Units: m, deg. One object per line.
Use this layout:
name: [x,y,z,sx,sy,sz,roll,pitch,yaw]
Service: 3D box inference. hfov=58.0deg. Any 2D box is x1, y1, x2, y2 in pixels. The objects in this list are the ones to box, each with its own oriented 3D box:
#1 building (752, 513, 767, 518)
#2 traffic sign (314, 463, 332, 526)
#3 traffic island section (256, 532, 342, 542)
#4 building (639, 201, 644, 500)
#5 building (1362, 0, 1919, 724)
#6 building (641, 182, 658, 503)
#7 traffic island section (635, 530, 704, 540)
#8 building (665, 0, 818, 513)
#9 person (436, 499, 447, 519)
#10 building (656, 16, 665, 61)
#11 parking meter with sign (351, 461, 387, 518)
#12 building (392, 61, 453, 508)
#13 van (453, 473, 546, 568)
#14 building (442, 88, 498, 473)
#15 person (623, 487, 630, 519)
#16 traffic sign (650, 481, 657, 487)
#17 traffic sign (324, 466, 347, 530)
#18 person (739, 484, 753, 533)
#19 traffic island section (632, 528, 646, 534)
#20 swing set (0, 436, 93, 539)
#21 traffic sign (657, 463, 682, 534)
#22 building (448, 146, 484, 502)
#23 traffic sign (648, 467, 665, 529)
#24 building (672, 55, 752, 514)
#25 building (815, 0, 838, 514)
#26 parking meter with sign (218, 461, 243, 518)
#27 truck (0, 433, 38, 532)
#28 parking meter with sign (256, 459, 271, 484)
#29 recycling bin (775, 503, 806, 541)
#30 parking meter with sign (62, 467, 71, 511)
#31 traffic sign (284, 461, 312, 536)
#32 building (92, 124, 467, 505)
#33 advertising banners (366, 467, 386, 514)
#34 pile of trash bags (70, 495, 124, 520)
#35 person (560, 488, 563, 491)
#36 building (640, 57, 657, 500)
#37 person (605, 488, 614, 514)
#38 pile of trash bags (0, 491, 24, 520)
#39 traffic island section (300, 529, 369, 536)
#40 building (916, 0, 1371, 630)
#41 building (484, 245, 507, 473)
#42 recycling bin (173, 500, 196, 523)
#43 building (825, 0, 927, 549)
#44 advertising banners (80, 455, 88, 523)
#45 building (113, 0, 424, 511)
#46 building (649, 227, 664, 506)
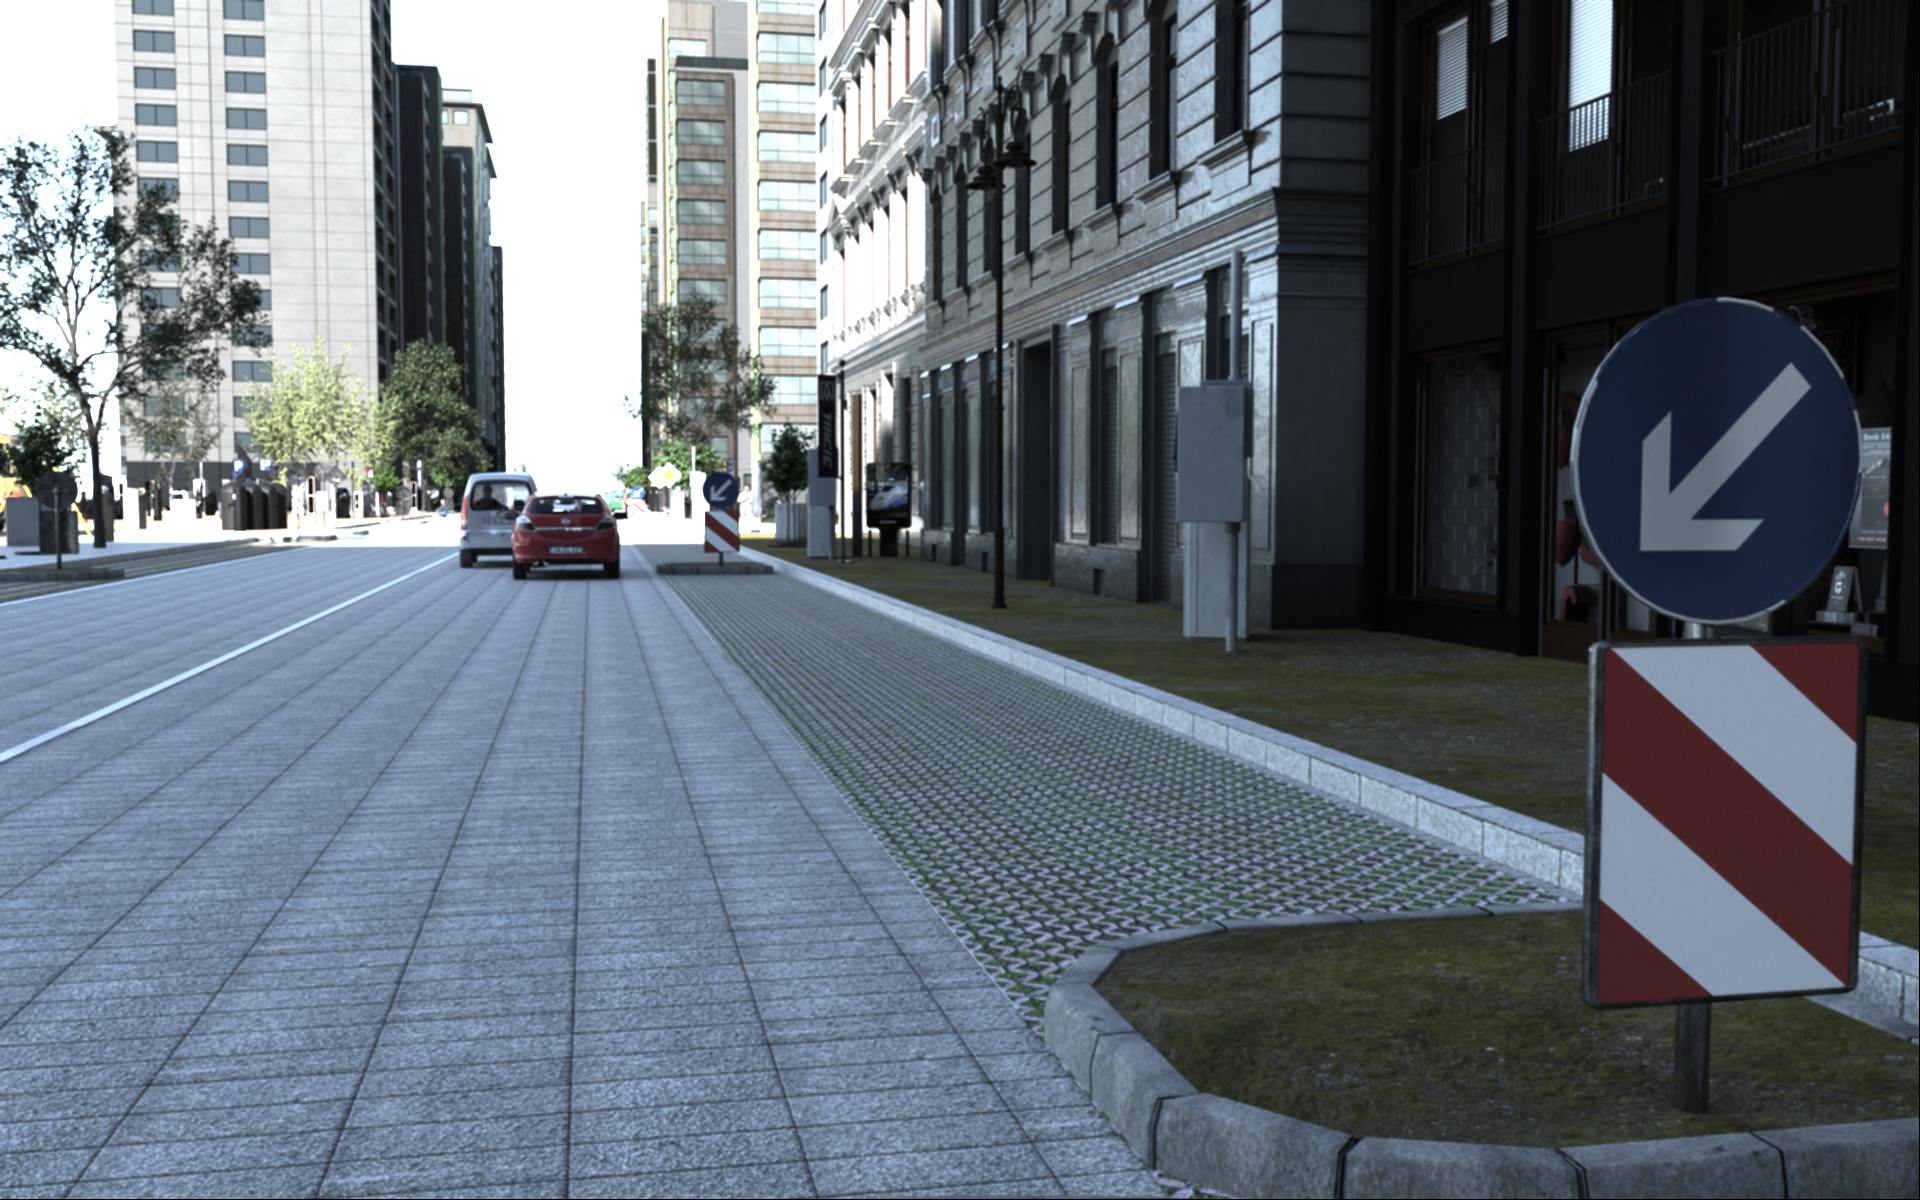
building: [-5.025,-25.344,97.963,14.154,41.232,14.086,-1,4,-12]
traffic sign: [-25.932,-4.311,70.591,0.768,2.556,0.104,0,4,-5]
traffic island section: [-20.341,-1.894,53.254,2.009,0.180,2.903,-1,4,-12]
building: [-38.003,-34.300,244.398,14.154,41.232,14.086,-1,4,-12]
building: [11.444,-10.977,9.151,12.332,23.373,15.834,-1,4,-12]
building: [-34.554,-33.466,230.756,14.154,41.232,14.086,-1,4,-12]
traffic island section: [-9.295,-2.037,55.589,2.009,0.180,2.903,-1,4,-12]
building: [-17.984,-28.403,147.984,14.154,41.232,14.086,-1,4,-12]
person: [-30.001,-5.262,100.027,0.738,1.151,1.012,0,4,4]
building: [-21.010,-31.322,162.219,14.600,45.320,14.200,-1,4,-12]
parking meter with sign: [-31.550,-5.887,92.515,1.738,3.016,0.543,-2,4,-24]
building: [-55.115,-29.090,159.223,14.154,41.232,14.086,-1,4,-12]
van: [-9.286,-1.727,35.243,2.013,2.044,4.112,-1,4,-14]
building: [-76.190,-39.006,226.990,28.713,52.752,27.495,-1,4,-12]
person: [-18.872,-5.470,97.850,0.656,1.842,0.836,2,4,32]
traffic sign: [-21.552,-7.513,122.847,0.884,2.594,0.081,0,4,-5]
traffic sign: [-21.980,-3.509,61.008,0.795,2.450,0.064,-1,4,-12]
person: [-7.536,-3.198,60.972,0.511,1.800,0.466,0,4,-7]
traffic island section: [-10.956,-2.515,63.400,2.009,0.180,2.903,-1,4,-12]
swing set: [-25.943,-3.059,47.632,2.862,2.851,3.119,0,4,-8]
traffic sign: [-9.316,-3.172,55.507,0.795,2.450,0.064,-1,4,-12]
building: [-62.501,-31.399,196.962,14.154,41.232,14.086,-1,4,-12]
traffic sign: [-10.977,-3.650,63.318,0.795,2.450,0.064,-1,4,-12]
building: [-12.651,-21.255,119.223,14.160,30.474,14.107,-1,4,-12]
building: [4.862,-39.116,77.801,20.611,71.187,20.563,-1,4,-12]
parking meter with sign: [-38.533,-5.818,91.387,1.738,3.016,0.543,2,4,35]
truck: [-33.262,-3.564,54.198,9.791,3.379,3.469,-1,4,-12]
parking meter with sign: [-35.060,-5.555,87.081,0.543,3.016,1.738,-2,4,-31]
recycling bin: [-4.646,-2.151,47.723,0.722,1.027,0.722,1,4,17]
parking meter with sign: [-51.576,-6.327,99.699,0.543,3.016,1.738,-1,4,-13]
traffic sign: [-20.320,-3.031,53.197,0.795,2.450,0.064,-1,4,-12]
building: [-67.490,-29.641,176.509,32.217,40.220,23.993,-1,4,-12]
advertising banners: [-37.808,-7.171,113.430,2.074,3.025,0.090,-2,4,-29]
pile of trash bags: [-41.860,-4.653,85.833,3.447,1.369,1.912,1,4,17]
person: [-27.896,-6.906,121.423,0.388,1.821,0.555,2,4,23]
building: [-43.167,-51.770,284.694,20.563,71.187,20.611,-1,4,-12]
person: [-20.817,-5.746,102.786,0.601,1.785,0.444,3,4,38]
pile of trash bags: [-28.760,-2.501,50.651,3.447,1.369,1.912,1,4,17]
traffic island section: [-22.002,-2.372,61.065,2.009,0.180,2.903,-1,4,-12]
building: [5.665,-10.780,25.397,9.793,20.994,18.267,-1,4,-12]
building: [-79.969,-36.221,275.809,14.154,41.232,14.086,-1,4,-12]
recycling bin: [-34.825,-3.990,77.785,0.722,1.027,0.722,3,5,40]
building: [3.078,-12.773,44.993,11.583,22.565,21.152,-1,4,-12]
advertising banners: [-39.245,-4.981,77.634,0.090,3.025,2.074,-2,4,-35]
building: [-54.893,-42.952,140.518,20.563,71.187,20.611,-1,4,-12]
building: [-26.988,-25.605,190.337,14.160,30.474,14.107,-1,4,-12]
